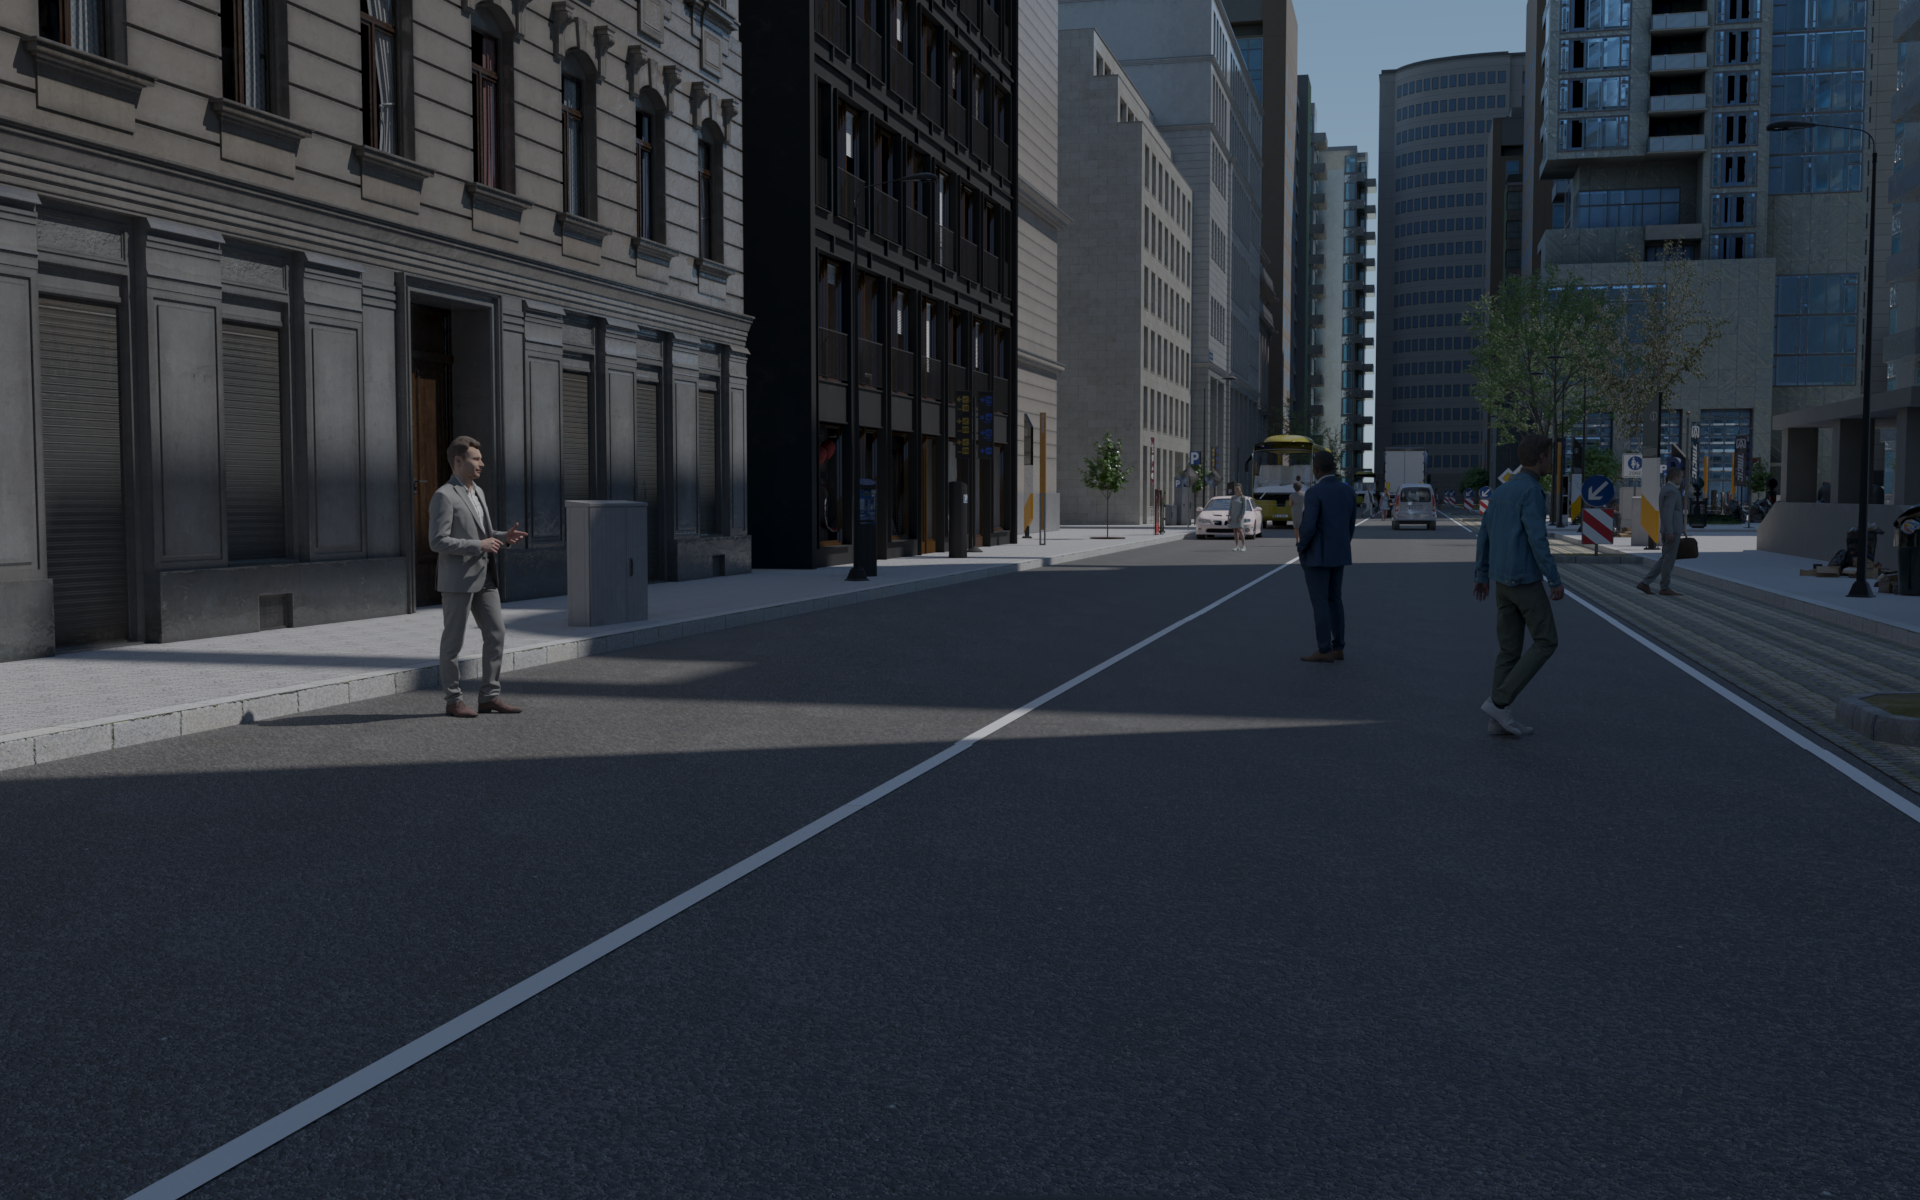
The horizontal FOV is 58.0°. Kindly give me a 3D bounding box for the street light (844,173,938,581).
[{"bbox_3d":[-1.005,-3.229,25.332,1.470,5.913,1.316,1,4,15],"label":"street light"}]

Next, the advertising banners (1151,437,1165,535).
[{"bbox_3d":[6.163,-3.541,54.080,0.090,3.025,2.074,1,4,19],"label":"advertising banners"}]

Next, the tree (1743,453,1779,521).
[{"bbox_3d":[37.381,-5.303,81.309,1.663,3.219,1.824,0,3,0],"label":"tree"}]

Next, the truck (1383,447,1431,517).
[{"bbox_3d":[28.183,-7.361,109.266,2.839,4.237,11.283,1,4,16],"label":"truck"}]

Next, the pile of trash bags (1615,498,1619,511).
[{"bbox_3d":[36.607,-5.428,98.493,1.912,1.369,3.447,1,4,22],"label":"pile of trash bags"}]

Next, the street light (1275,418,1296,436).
[{"bbox_3d":[19.730,-8.131,105.476,1.470,5.913,1.316,1,4,15],"label":"street light"}]

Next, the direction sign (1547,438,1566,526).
[{"bbox_3d":[24.046,-4.780,70.142,0.876,3.537,0.379,2,4,34],"label":"direction sign"}]

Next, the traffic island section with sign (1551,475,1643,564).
[{"bbox_3d":[13.153,-1.690,36.261,1.989,1.847,2.006,1,4,15],"label":"traffic island section with sign"}]

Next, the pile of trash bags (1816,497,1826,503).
[{"bbox_3d":[49.742,-5.295,96.319,1.912,1.369,3.447,-3,5,-45],"label":"pile of trash bags"}]

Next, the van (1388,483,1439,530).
[{"bbox_3d":[18.302,-3.844,69.868,2.013,2.044,4.112,1,4,13],"label":"van"}]

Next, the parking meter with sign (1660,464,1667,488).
[{"bbox_3d":[41.447,-6.452,101.746,0.543,3.016,1.738,2,4,31],"label":"parking meter with sign"}]

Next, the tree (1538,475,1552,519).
[{"bbox_3d":[30.129,-5.809,89.578,1.663,3.219,1.824,0,3,0],"label":"tree"}]

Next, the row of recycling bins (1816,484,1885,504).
[{"bbox_3d":[37.175,-4.043,73.221,3.534,1.692,1.069,0,4,7],"label":"row of recycling bins"}]

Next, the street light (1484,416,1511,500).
[{"bbox_3d":[31.838,-7.923,102.088,1.470,5.913,1.316,1,4,15],"label":"street light"}]

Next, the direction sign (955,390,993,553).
[{"bbox_3d":[0.316,-2.818,38.065,0.876,3.537,0.379,-1,4,-18],"label":"direction sign"}]

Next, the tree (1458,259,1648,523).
[{"bbox_3d":[26.656,-9.310,77.971,9.928,11.665,9.643,0,3,0],"label":"tree"}]

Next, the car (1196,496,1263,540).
[{"bbox_3d":[8.769,-2.679,56.160,2.083,1.381,4.827,1,4,14],"label":"car"}]

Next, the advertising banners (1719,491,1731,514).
[{"bbox_3d":[41.195,-5.908,92.791,2.074,3.025,0.090,-3,5,-43],"label":"advertising banners"}]

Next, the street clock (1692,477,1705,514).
[{"bbox_3d":[34.529,-4.676,81.015,0.358,2.002,0.471,-3,5,-43],"label":"street clock"}]

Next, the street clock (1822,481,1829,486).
[{"bbox_3d":[47.431,-5.525,94.900,0.358,2.002,0.471,1,4,10],"label":"street clock"}]

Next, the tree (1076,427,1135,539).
[{"bbox_3d":[4.326,-3.359,49.521,1.663,3.219,1.824,0,3,0],"label":"tree"}]

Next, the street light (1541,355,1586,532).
[{"bbox_3d":[20.325,-5.228,58.017,1.470,5.913,1.316,1,4,15],"label":"street light"}]

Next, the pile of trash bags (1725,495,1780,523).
[{"bbox_3d":[35.815,-4.133,77.324,1.912,1.369,3.447,-3,5,-40],"label":"pile of trash bags"}]

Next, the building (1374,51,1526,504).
[{"bbox_3d":[69.579,-42.020,229.033,28.212,58.520,21.231,1,4,15],"label":"building"}]

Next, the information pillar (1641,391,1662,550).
[{"bbox_3d":[15.888,-2.963,39.802,0.183,3.616,0.504,-1,4,-23],"label":"information pillar"}]

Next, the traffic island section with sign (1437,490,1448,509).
[{"bbox_3d":[46.666,-9.546,164.697,1.989,1.847,2.006,1,4,15],"label":"traffic island section with sign"}]

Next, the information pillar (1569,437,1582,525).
[{"bbox_3d":[25.383,-4.890,71.312,0.504,3.616,0.183,-2,4,-27],"label":"information pillar"}]

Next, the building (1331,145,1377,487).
[{"bbox_3d":[41.409,-37.843,238.340,30.456,49.044,23.786,1,4,15],"label":"building"}]

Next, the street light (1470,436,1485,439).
[{"bbox_3d":[41.362,-10.141,138.344,1.470,5.913,1.316,1,4,15],"label":"street light"}]

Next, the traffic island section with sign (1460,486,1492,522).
[{"bbox_3d":[27.181,-4.979,90.032,1.989,1.847,2.006,1,4,15],"label":"traffic island section with sign"}]

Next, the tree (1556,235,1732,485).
[{"bbox_3d":[19.474,-6.042,49.148,4.360,8.622,3.978,0,3,0],"label":"tree"}]

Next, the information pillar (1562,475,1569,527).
[{"bbox_3d":[23.866,-3.916,68.515,0.304,2.012,0.304,-1,4,-9],"label":"information pillar"}]

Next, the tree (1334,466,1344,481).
[{"bbox_3d":[35.892,-11.372,169.653,4.285,4.588,4.351,0,3,0],"label":"tree"}]

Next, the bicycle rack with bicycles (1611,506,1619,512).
[{"bbox_3d":[36.842,-4.912,93.686,2.852,0.926,2.925,0,4,-4],"label":"bicycle rack with bicycles"}]

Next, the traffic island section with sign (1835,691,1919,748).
[{"bbox_3d":[6.346,-0.093,10.149,1.989,1.847,2.006,1,4,15],"label":"traffic island section with sign"}]

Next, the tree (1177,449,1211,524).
[{"bbox_3d":[10.093,-4.918,75.011,1.663,3.219,1.824,0,3,0],"label":"tree"}]

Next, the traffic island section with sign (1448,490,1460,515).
[{"bbox_3d":[34.120,-6.605,116.619,1.989,1.847,2.006,1,4,15],"label":"traffic island section with sign"}]

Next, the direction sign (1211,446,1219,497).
[{"bbox_3d":[12.106,-5.523,82.298,0.379,3.537,0.876,2,4,30],"label":"direction sign"}]

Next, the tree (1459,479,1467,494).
[{"bbox_3d":[58.090,-12.572,200.145,1.663,3.219,1.824,0,3,0],"label":"tree"}]

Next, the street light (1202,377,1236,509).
[{"bbox_3d":[10.242,-5.886,68.774,1.470,5.913,1.316,1,4,15],"label":"street light"}]

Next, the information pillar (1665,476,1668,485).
[{"bbox_3d":[28.455,-3.979,69.547,0.304,2.012,0.304,2,4,28],"label":"information pillar"}]

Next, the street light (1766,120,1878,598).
[{"bbox_3d":[10.711,-2.998,21.562,1.470,5.913,1.316,1,4,15],"label":"street light"}]

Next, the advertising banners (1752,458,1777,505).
[{"bbox_3d":[38.697,-5.282,82.552,2.074,3.025,0.090,3,4,36],"label":"advertising banners"}]

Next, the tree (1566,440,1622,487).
[{"bbox_3d":[38.609,-7.419,105.022,4.285,4.588,4.351,0,3,0],"label":"tree"}]

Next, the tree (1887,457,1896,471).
[{"bbox_3d":[26.573,-3.231,47.421,1.663,3.219,1.824,0,3,0],"label":"tree"}]

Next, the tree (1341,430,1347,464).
[{"bbox_3d":[38.704,-14.165,181.966,4.737,8.622,4.395,0,3,0],"label":"tree"}]

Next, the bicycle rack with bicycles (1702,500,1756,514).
[{"bbox_3d":[42.757,-5.111,96.943,2.925,0.926,2.852,0,4,1],"label":"bicycle rack with bicycles"}]

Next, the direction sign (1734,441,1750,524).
[{"bbox_3d":[33.761,-5.063,74.783,0.379,3.537,0.876,-1,4,-23],"label":"direction sign"}]

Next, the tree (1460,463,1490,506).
[{"bbox_3d":[54.919,-12.262,184.199,4.285,4.588,4.351,0,3,0],"label":"tree"}]

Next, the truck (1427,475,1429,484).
[{"bbox_3d":[34.191,-8.379,132.927,3.469,3.379,9.791,1,4,16],"label":"truck"}]

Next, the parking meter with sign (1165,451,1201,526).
[{"bbox_3d":[9.039,-4.537,70.433,1.738,3.016,0.543,-3,5,-44],"label":"parking meter with sign"}]

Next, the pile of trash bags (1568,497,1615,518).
[{"bbox_3d":[33.702,-5.121,93.474,1.912,1.369,3.447,0,4,5],"label":"pile of trash bags"}]

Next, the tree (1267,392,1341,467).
[{"bbox_3d":[24.136,-10.620,123.992,4.737,8.622,4.395,0,3,0],"label":"tree"}]

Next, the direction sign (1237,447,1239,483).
[{"bbox_3d":[13.381,-5.593,83.436,0.379,3.537,0.876,0,4,7],"label":"direction sign"}]

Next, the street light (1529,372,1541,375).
[{"bbox_3d":[22.309,-5.704,65.802,1.470,5.913,1.316,1,4,15],"label":"street light"}]

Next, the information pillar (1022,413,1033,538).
[{"bbox_3d":[1.973,-3.587,49.995,0.183,3.616,0.504,-1,4,-23],"label":"information pillar"}]

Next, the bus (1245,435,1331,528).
[{"bbox_3d":[14.572,-5.141,75.606,2.896,3.916,12.252,1,4,16],"label":"bus"}]

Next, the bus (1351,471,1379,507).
[{"bbox_3d":[44.481,-12.143,190.076,2.896,3.916,12.252,1,4,14],"label":"bus"}]

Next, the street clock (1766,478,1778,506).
[{"bbox_3d":[37.209,-4.579,79.438,0.471,2.002,0.358,-1,4,-9],"label":"street clock"}]
